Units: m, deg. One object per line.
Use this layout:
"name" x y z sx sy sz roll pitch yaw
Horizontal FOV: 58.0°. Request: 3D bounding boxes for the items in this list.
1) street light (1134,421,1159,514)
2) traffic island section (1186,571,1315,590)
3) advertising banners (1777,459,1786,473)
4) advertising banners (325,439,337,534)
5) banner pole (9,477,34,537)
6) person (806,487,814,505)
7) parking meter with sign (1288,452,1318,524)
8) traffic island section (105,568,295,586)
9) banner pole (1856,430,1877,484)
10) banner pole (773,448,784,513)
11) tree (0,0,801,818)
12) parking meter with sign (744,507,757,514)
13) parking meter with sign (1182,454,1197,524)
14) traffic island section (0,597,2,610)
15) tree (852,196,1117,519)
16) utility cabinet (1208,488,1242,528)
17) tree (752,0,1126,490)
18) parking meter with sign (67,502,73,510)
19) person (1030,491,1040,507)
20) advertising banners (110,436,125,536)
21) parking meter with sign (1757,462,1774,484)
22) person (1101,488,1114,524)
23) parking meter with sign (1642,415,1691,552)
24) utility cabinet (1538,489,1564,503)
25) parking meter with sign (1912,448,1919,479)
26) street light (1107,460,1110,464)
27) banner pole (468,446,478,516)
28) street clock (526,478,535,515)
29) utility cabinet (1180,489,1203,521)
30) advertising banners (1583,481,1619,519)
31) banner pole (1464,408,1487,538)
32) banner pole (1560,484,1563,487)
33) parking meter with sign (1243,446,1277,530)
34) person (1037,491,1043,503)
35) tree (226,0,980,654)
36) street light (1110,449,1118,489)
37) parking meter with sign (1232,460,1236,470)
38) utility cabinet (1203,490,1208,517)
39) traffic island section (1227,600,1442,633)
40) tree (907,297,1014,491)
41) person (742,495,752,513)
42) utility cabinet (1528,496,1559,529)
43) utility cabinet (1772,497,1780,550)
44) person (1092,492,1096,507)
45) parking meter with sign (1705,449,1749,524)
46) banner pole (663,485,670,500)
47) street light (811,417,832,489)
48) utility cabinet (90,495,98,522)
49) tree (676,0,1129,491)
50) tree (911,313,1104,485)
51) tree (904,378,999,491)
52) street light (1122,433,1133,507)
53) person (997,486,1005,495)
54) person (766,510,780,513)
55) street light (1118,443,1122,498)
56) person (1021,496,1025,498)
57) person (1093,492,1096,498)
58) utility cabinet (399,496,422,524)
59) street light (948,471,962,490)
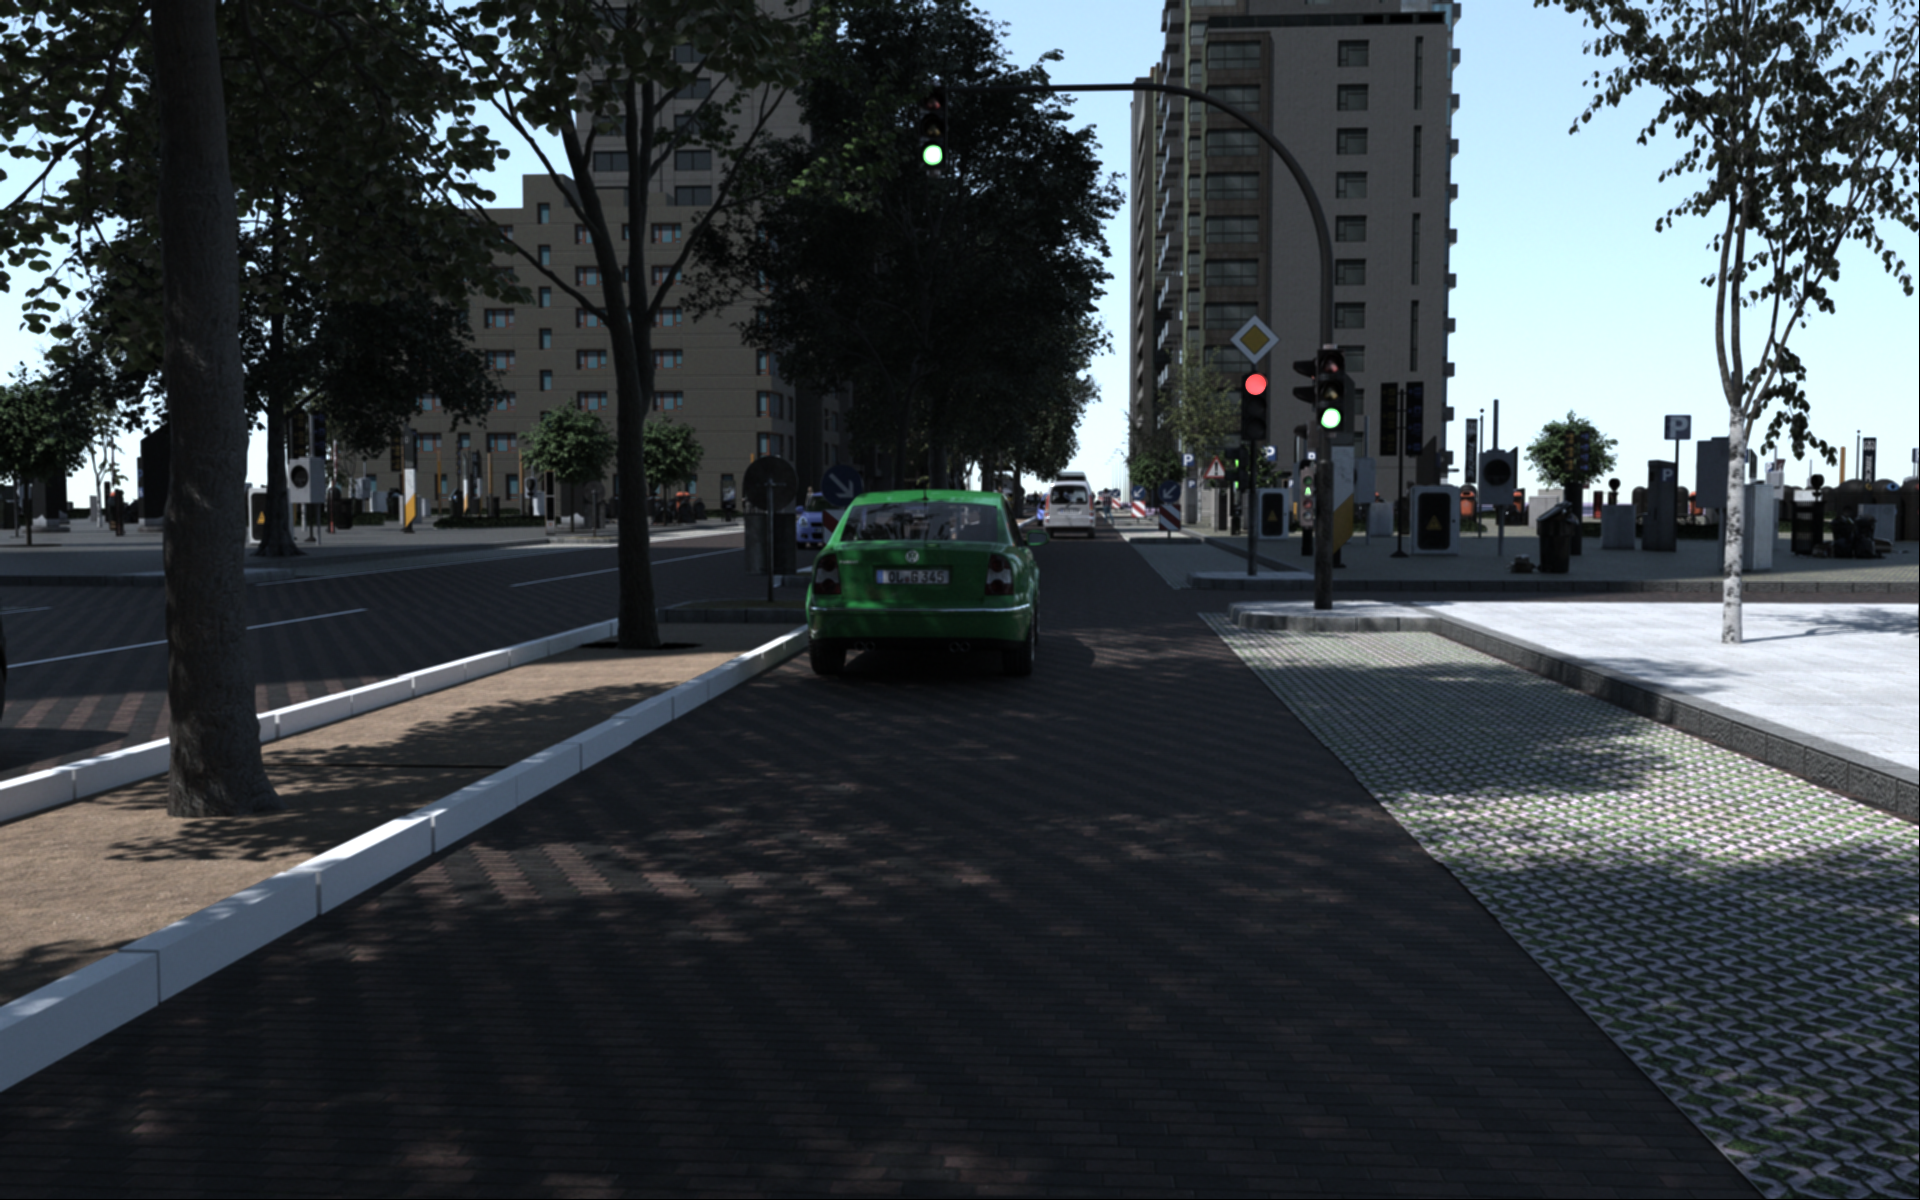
"street light" 11.887 -8.373 109.443 1.470 5.913 1.316 0 4 4
"traffic island section" 4.628 -0.308 27.310 2.009 0.180 2.903 0 4 4
"advertising banners" 39.982 -5.484 85.844 2.074 3.025 0.090 -1 4 -12
"advertising banners" -20.429 -3.676 56.298 0.090 3.025 2.074 -2 4 -29
"banner pole" -27.914 -3.762 51.534 0.401 3.779 0.863 2 4 24
"person" -7.534 -4.860 88.137 0.709 1.800 0.728 3 5 40
"parking meter with sign" 13.790 -4.564 70.890 1.738 3.016 0.543 -2 4 -31
"traffic island section" -12.322 -0.381 28.503 2.009 0.180 2.903 0 4 4
"banner pole" 35.220 -4.738 67.491 0.863 3.779 0.401 1 4 21
"banner pole" -9.772 -6.352 93.874 0.863 3.779 0.401 2 4 26
"tree" -3.270 -5.286 7.004 7.486 12.596 7.792 0 3 0
"parking meter with sign" -11.642 -6.335 99.839 1.738 3.016 0.543 1 4 18
"parking meter with sign" 9.820 -4.747 73.871 0.543 3.016 1.738 0 4 0
"traffic island section" -12.882 0.107 20.537 2.009 0.180 2.903 0 4 4
"tree" 0.991 -8.872 64.517 9.611 12.733 9.660 0 3 0
"utility cabinet" 9.997 -3.440 64.925 1.173 1.500 0.318 3 4 38
"tree" -0.469 -8.109 41.697 9.857 13.997 8.962 0 3 0
"parking meter with sign" -50.602 -6.163 97.031 1.738 3.016 0.543 0 4 6
"person" 8.382 -11.265 192.698 1.348 1.821 0.705 -2 4 -31
"advertising banners" -25.760 -3.471 52.936 0.090 3.025 2.074 -1 4 -18
"parking meter with sign" 43.939 -6.071 95.518 1.738 3.016 0.543 -1 4 -17
"person" 7.040 -4.491 82.760 0.563 1.720 0.643 -3 4 -37
"parking meter with sign" 15.835 -2.615 39.013 0.543 3.016 1.738 0 4 3
"utility cabinet" 25.844 -4.093 75.598 0.318 1.500 1.173 -3 5 -44
"parking meter with sign" 36.597 -4.203 64.986 0.543 3.016 1.738 -1 4 -15
"street light" 19.389 -14.855 215.417 1.470 5.913 1.316 0 4 4
"banner pole" -25.578 -6.175 90.985 0.401 3.779 0.863 2 4 35
"street clock" -19.929 -4.638 80.400 0.358 2.002 0.471 -3 5 -44
"utility cabinet" 11.007 -4.546 83.003 0.318 1.500 1.173 -2 4 -33
"advertising banners" 33.157 -5.730 89.866 2.074 3.025 0.090 0 4 -3
"banner pole" 15.036 -3.703 50.564 0.863 3.779 0.401 -2 4 -28
"banner pole" 25.097 -4.981 71.454 0.401 3.779 0.863 -2 4 -32
"parking meter with sign" 10.684 -4.010 61.831 0.543 3.016 1.738 3 4 36
"person" 9.134 -11.473 196.798 1.217 1.736 0.721 2 4 28
"tree" -3.081 -5.359 15.831 9.928 11.665 9.643 0 3 0
"street light" 17.636 -13.418 191.931 1.470 5.913 1.316 0 4 4
"parking meter with sign" 11.516 -4.359 67.531 1.738 3.016 0.543 1 4 16
"utility cabinet" 13.572 -5.351 96.160 1.173 1.500 0.318 3 5 44
"traffic island section" 4.067 0.180 19.344 2.009 0.180 2.903 0 4 4
"tree" -0.039 -5.904 49.353 4.360 8.622 3.978 0 3 0
"person" -9.270 -4.109 75.492 0.447 1.846 0.655 0 4 -3
"utility cabinet" 21.398 -3.201 63.506 1.020 1.237 0.306 2 4 30
"utility cabinet" 18.731 -1.773 40.147 0.306 1.237 1.020 3 4 36
"person" 14.816 -11.231 193.050 0.530 1.710 0.541 -2 4 -29
"parking meter with sign" 29.422 -4.298 66.527 1.738 3.016 0.543 -2 4 -24
"banner pole" -15.072 -6.060 89.100 0.401 3.779 0.863 1 4 20
"street light" -8.406 -8.085 104.730 1.470 5.913 1.316 0 4 4
"utility cabinet" -40.708 -4.297 81.425 0.306 1.237 1.020 -2 4 -24
"tree" -1.225 -5.790 31.528 8.767 10.594 7.601 0 4 4
"tree" 2.035 -10.678 87.406 12.009 13.543 11.850 0 3 0
"tree" 0.207 -6.284 55.556 4.737 8.622 4.395 0 3 0
"street light" 13.363 -9.765 132.205 1.470 5.913 1.316 0 4 4
"person" 1.929 -4.595 83.638 0.555 1.821 0.388 -1 4 -16
"person" -5.304 -2.490 49.392 0.537 1.800 0.526 -1 4 -21
"street light" 15.114 -11.176 155.272 1.470 5.913 1.316 0 4 4
"person" 7.971 -12.662 218.706 0.628 1.438 0.799 -3 5 -43
"person" 17.410 -13.355 227.376 1.217 1.766 0.721 -3 5 -44
"utility cabinet" -23.582 -3.865 74.359 0.306 1.237 1.020 2 4 31
"street light" -0.850 -14.590 211.080 1.470 5.913 1.316 0 4 4
